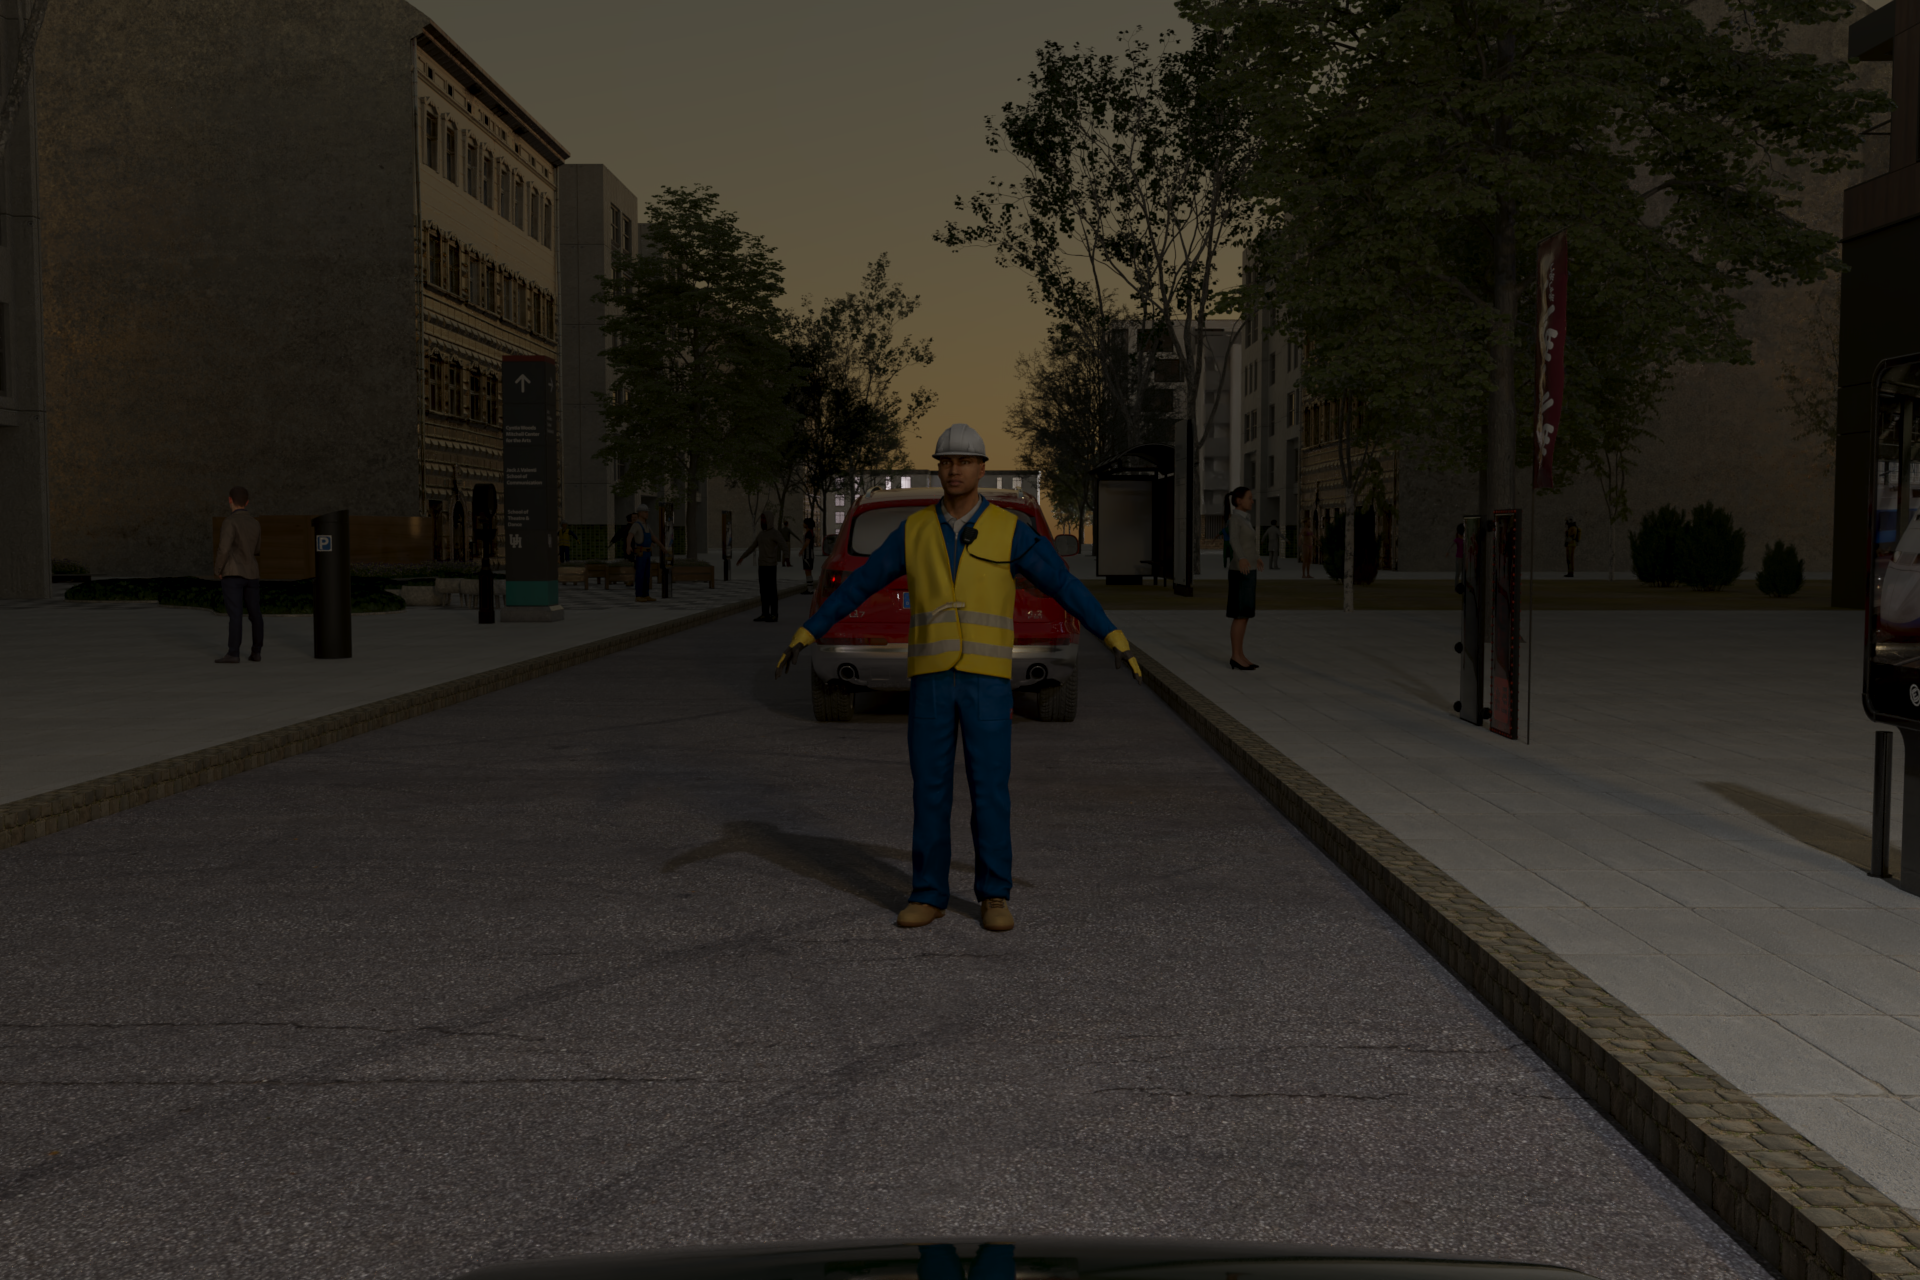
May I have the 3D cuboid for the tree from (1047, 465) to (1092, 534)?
[{"bbox_3d":[7.759,-11.137,132.456,4.360,8.622,3.978,0,3,0],"label":"tree"}]

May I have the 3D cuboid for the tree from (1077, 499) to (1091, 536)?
[{"bbox_3d":[16.015,-16.940,227.328,4.737,8.622,4.395,0,3,0],"label":"tree"}]

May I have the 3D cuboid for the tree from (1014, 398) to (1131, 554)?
[{"bbox_3d":[7.623,-10.780,110.668,8.767,10.594,7.601,0,4,1],"label":"tree"}]

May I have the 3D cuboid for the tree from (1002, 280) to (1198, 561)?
[{"bbox_3d":[7.001,-10.620,84.005,12.009,13.543,11.850,0,3,0],"label":"tree"}]

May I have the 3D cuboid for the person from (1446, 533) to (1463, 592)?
[{"bbox_3d":[11.121,-1.775,38.286,0.991,1.433,0.599,-2,4,-24],"label":"person"}]

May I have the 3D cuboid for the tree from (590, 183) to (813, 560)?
[{"bbox_3d":[-8.466,-8.478,56.734,7.486,12.596,7.792,0,3,0],"label":"tree"}]

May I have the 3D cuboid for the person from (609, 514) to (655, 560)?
[{"bbox_3d":[-8.992,-2.530,47.304,1.347,1.837,0.705,1,4,11],"label":"person"}]

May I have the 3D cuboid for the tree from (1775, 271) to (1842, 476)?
[{"bbox_3d":[24.799,-5.932,47.355,4.360,8.622,3.978,0,3,0],"label":"tree"}]

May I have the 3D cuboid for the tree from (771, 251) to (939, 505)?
[{"bbox_3d":[-7.204,-16.026,117.907,12.611,20.169,13.585,0,3,0],"label":"tree"}]

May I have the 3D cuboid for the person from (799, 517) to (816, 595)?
[{"bbox_3d":[-3.620,-1.986,41.070,0.704,1.843,1.345,0,4,3],"label":"person"}]

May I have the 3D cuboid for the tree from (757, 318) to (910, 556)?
[{"bbox_3d":[-7.916,-11.579,99.683,12.009,13.543,11.850,0,3,0],"label":"tree"}]

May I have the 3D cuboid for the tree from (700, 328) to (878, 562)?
[{"bbox_3d":[-8.246,-8.850,79.116,8.767,10.594,7.601,-2,4,-24],"label":"tree"}]

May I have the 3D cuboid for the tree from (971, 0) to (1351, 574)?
[{"bbox_3d":[6.728,-12.066,53.173,12.611,20.169,13.585,0,3,0],"label":"tree"}]

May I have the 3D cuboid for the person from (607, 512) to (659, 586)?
[{"bbox_3d":[-7.953,-2.218,42.401,1.346,1.812,0.704,0,4,7],"label":"person"}]

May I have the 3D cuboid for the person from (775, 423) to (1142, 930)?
[{"bbox_3d":[-0.003,0.128,6.341,1.349,1.833,0.705,1,4,11],"label":"person"}]

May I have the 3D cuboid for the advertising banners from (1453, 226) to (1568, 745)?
[{"bbox_3d":[3.464,-0.904,10.966,0.090,3.025,2.074,0,4,1],"label":"advertising banners"}]

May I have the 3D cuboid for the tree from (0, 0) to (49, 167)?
[{"bbox_3d":[-8.657,-9.667,13.948,12.611,20.169,13.585,0,3,0],"label":"tree"}]

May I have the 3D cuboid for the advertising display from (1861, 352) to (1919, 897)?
[{"bbox_3d":[3.439,-0.049,6.008,0.123,1.923,0.974,0,4,1],"label":"advertising display"}]

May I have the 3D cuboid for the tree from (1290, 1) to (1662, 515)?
[{"bbox_3d":[10.747,-7.199,35.823,7.486,12.596,7.792,0,3,0],"label":"tree"}]

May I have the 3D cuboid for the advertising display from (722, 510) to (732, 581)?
[{"bbox_3d":[-6.380,-2.582,47.429,0.123,1.923,0.974,0,4,2],"label":"advertising display"}]

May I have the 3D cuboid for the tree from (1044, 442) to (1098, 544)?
[{"bbox_3d":[15.611,-19.192,220.438,9.857,13.997,8.962,0,3,0],"label":"tree"}]

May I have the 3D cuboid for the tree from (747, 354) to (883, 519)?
[{"bbox_3d":[-7.769,-9.437,88.711,8.767,10.594,7.601,1,4,10],"label":"tree"}]

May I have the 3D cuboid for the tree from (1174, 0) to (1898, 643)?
[{"bbox_3d":[6.285,-6.215,19.735,7.486,12.596,7.792,0,3,0],"label":"tree"}]

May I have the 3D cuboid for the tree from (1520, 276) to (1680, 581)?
[{"bbox_3d":[17.726,-5.938,47.444,4.737,8.622,4.395,0,3,0],"label":"tree"}]

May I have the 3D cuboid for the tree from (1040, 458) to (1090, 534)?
[{"bbox_3d":[7.865,-10.781,126.636,4.737,8.622,4.395,0,3,0],"label":"tree"}]

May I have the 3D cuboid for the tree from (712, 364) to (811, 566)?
[{"bbox_3d":[-8.335,-7.301,69.732,4.360,8.622,3.978,0,3,0],"label":"tree"}]

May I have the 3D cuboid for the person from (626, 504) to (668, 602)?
[{"bbox_3d":[-5.988,-1.650,32.832,0.705,1.847,1.347,1,4,22],"label":"person"}]

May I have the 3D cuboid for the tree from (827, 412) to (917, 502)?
[{"bbox_3d":[-7.040,-12.872,136.207,9.928,11.665,9.643,0,3,0],"label":"tree"}]

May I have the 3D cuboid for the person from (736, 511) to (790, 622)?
[{"bbox_3d":[-3.160,-1.204,28.267,0.705,1.813,1.348,-3,5,-44],"label":"person"}]

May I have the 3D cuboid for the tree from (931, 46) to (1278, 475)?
[{"bbox_3d":[5.757,-12.998,68.406,12.611,20.169,13.585,0,3,0],"label":"tree"}]

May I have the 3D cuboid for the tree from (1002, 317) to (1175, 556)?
[{"bbox_3d":[7.635,-11.557,99.323,12.009,13.543,11.850,0,3,0],"label":"tree"}]

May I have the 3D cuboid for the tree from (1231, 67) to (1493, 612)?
[{"bbox_3d":[6.608,-4.755,28.110,4.737,8.622,4.395,0,3,0],"label":"tree"}]

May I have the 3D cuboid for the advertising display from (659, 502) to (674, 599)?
[{"bbox_3d":[-5.891,-1.808,34.781,0.123,1.923,0.974,0,4,1],"label":"advertising display"}]

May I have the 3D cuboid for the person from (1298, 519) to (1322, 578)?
[{"bbox_3d":[10.133,-2.654,50.201,0.721,1.733,1.217,3,5,43],"label":"person"}]
